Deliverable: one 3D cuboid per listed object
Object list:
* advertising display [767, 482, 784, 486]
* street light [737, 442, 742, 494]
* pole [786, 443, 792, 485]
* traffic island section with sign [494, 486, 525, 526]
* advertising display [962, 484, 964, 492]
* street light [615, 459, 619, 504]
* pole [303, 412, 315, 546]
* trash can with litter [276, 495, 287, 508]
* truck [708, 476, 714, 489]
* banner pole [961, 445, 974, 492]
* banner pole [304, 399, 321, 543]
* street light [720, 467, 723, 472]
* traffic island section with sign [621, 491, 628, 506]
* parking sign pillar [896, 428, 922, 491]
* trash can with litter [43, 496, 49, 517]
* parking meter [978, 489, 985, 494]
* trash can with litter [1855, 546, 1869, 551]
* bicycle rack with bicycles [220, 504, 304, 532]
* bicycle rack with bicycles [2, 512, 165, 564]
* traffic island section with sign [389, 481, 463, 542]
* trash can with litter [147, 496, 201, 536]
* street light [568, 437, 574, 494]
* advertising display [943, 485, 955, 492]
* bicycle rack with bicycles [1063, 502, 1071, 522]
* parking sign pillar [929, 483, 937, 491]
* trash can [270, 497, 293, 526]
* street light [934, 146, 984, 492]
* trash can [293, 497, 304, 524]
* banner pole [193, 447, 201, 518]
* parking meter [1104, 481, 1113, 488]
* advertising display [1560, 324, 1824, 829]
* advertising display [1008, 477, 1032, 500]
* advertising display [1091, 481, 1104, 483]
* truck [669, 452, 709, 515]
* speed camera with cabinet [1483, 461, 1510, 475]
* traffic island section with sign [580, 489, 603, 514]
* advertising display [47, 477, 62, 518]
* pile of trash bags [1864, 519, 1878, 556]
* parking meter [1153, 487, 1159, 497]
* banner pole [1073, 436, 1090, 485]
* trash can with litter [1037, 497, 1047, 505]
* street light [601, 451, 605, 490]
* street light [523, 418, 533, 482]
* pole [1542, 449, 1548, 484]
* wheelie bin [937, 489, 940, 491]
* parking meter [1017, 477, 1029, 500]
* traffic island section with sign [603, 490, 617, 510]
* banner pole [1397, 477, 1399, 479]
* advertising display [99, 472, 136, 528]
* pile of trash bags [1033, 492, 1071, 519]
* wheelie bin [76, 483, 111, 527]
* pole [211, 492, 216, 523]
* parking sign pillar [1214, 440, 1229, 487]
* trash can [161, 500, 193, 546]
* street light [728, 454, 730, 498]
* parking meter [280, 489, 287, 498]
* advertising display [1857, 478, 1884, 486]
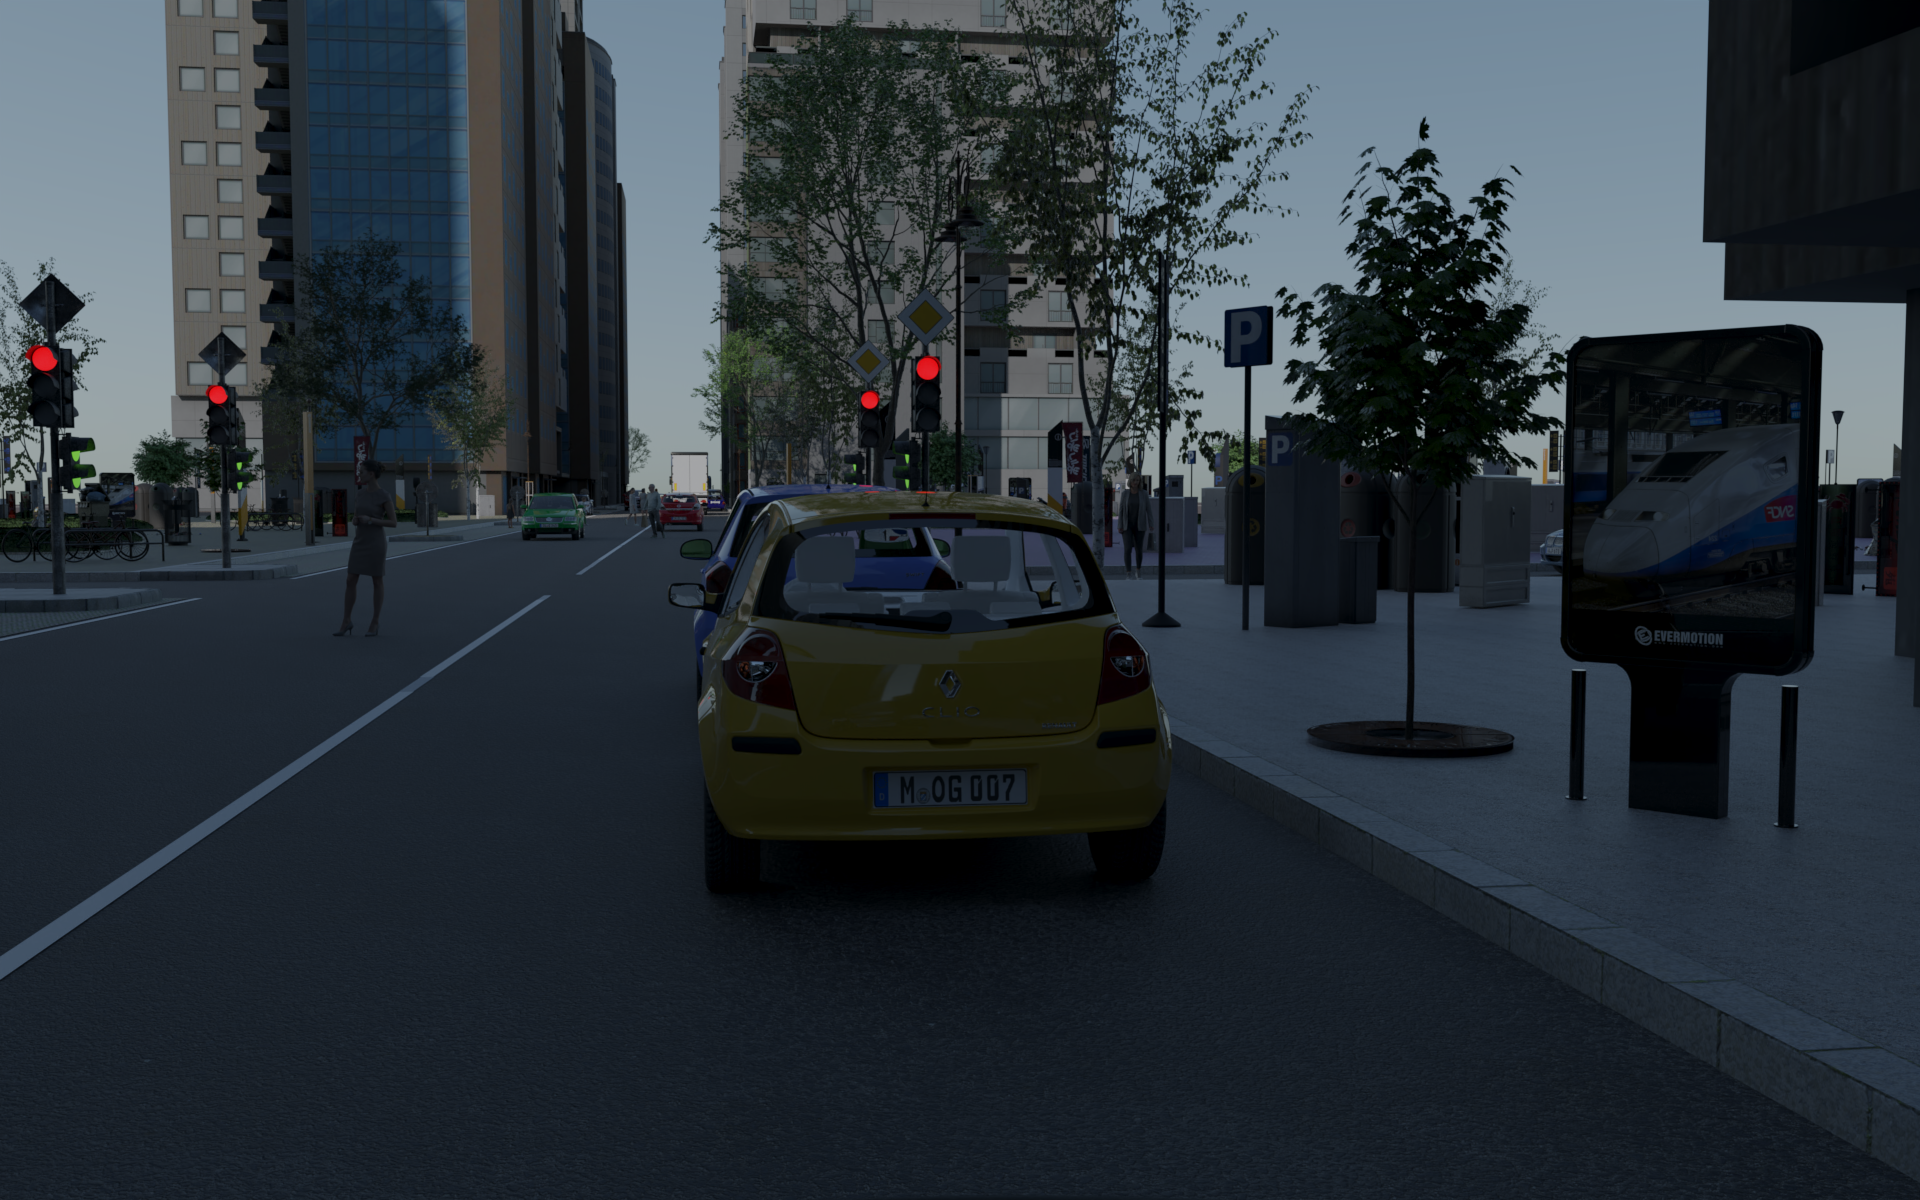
[{"bbox_3d":[-9.932,-5.385,93.263,0.974,1.923,0.123,-2,4,-23],"label":"advertising display"},{"bbox_3d":[-18.829,-10.711,147.910,0.468,5.910,1.993,-1,4,-9],"label":"street light"},{"bbox_3d":[-6.889,-4.646,69.812,0.158,3.312,0.155,0,3,0],"label":"pole"},{"bbox_3d":[-20.256,-4.329,79.408,1.989,1.847,2.006,-1,4,-9],"label":"traffic island section with sign"},{"bbox_3d":[-0.229,-5.542,95.827,0.974,1.923,0.123,-2,4,-27],"label":"advertising display"},{"bbox_3d":[-43.875,-15.199,221.288,0.468,5.910,1.993,-1,4,-9],"label":"street light"},{"bbox_3d":[-16.188,-3.010,43.061,0.158,3.312,0.155,0,3,0],"label":"pole"},{"bbox_3d":[-35.179,-4.884,90.917,2.233,1.210,1.678,-1,4,-22],"label":"trash can with litter"},{"bbox_3d":[-36.881,-15.794,247.997,2.967,4.110,18.799,0,4,-7],"label":"truck"},{"bbox_3d":[0.261,-5.403,78.354,0.863,3.779,0.401,-1,4,-11],"label":"banner pole"},{"bbox_3d":[-17.148,-3.406,45.700,0.401,3.779,0.863,-2,4,-25],"label":"banner pole"},{"bbox_3d":[-31.335,-15.739,230.112,0.468,5.910,1.993,-1,4,-9],"label":"street light"},{"bbox_3d":[-40.039,-12.302,209.766,1.989,1.847,2.006,-1,4,-9],"label":"traffic island section with sign"},{"bbox_3d":[-2.645,-5.017,70.495,1.447,3.967,1.447,3,5,41],"label":"parking sign pillar"},{"bbox_3d":[-44.090,-4.438,83.611,1.678,1.210,2.233,-1,4,-15],"label":"trash can with litter"},{"bbox_3d":[0.946,-4.373,79.904,0.372,1.533,0.369,0,3,0],"label":"parking meter"},{"bbox_3d":[20.703,-1.796,40.418,1.678,1.210,2.233,3,4,37],"label":"trash can with litter"},{"bbox_3d":[-24.257,-2.878,60.442,2.925,0.926,2.852,-2,4,-29],"label":"bicycle rack with bicycles"},{"bbox_3d":[-16.661,-1.203,33.053,2.925,0.926,2.852,-3,5,-43],"label":"bicycle rack with bicycles"},{"bbox_3d":[-16.211,-2.695,52.695,1.989,1.847,2.006,-1,4,-9],"label":"traffic island section with sign"},{"bbox_3d":[-24.658,-2.637,54.164,1.678,1.210,2.233,-1,4,-17],"label":"trash can with litter"},{"bbox_3d":[-31.470,-10.230,140.052,0.468,5.910,1.993,-1,4,-9],"label":"street light"},{"bbox_3d":[-0.554,-5.459,94.464,0.123,1.923,0.974,-3,5,-41],"label":"advertising display"},{"bbox_3d":[4.788,-3.934,77.704,2.925,0.926,2.852,0,4,-7],"label":"bicycle rack with bicycles"},{"bbox_3d":[-1.846,-6.016,86.827,1.447,3.967,1.447,1,4,13],"label":"parking sign pillar"},{"bbox_3d":[-27.070,-3.503,68.923,0.748,1.137,0.748,0,3,0],"label":"trash can"},{"bbox_3d":[-0.022,-3.100,23.475,0.468,5.910,1.993,-1,4,-9],"label":"street light"},{"bbox_3d":[-28.316,-3.841,74.448,0.748,1.137,0.748,0,3,0],"label":"trash can"},{"bbox_3d":[-40.901,-6.293,92.914,0.401,3.779,0.863,0,4,-1],"label":"banner pole"},{"bbox_3d":[6.654,-4.421,77.999,0.399,1.863,0.255,3,5,43],"label":"parking meter"},{"bbox_3d":[2.893,-0.105,6.925,0.123,1.923,0.974,-3,5,-44],"label":"advertising display"},{"bbox_3d":[2.326,-3.785,67.106,0.974,1.923,0.123,-2,4,-27],"label":"advertising display"},{"bbox_3d":[6.517,-4.629,80.895,0.974,1.923,0.123,3,5,41],"label":"advertising display"},{"bbox_3d":[-18.819,-8.046,120.464,2.839,4.237,11.283,-1,4,-9],"label":"truck"},{"bbox_3d":[13.930,-3.122,45.377,0.660,3.252,2.038,2,4,28],"label":"speed camera with cabinet"},{"bbox_3d":[-27.525,-7.256,127.260,1.989,1.847,2.006,-1,4,-9],"label":"traffic island section with sign"},{"bbox_3d":[-34.427,-3.713,65.914,0.123,1.923,0.974,0,4,-4],"label":"advertising display"},{"bbox_3d":[19.674,-1.589,35.739,1.912,1.369,3.447,3,5,39],"label":"pile of trash bags"},{"bbox_3d":[6.221,-2.802,54.221,0.372,1.533,0.369,0,3,0],"label":"parking meter"},{"bbox_3d":[4.511,-4.592,65.090,0.863,3.779,0.401,-1,4,-13],"label":"banner pole"},{"bbox_3d":[3.469,-3.476,68.228,1.055,1.170,0.624,-1,4,-9],"label":"trash can with litter"},{"bbox_3d":[-38.743,-13.152,187.819,0.468,5.910,1.993,-1,4,-9],"label":"street light"},{"bbox_3d":[-26.434,-8.150,106.045,0.468,5.910,1.993,-1,4,-9],"label":"street light"},{"bbox_3d":[26.197,-5.121,77.579,0.158,3.312,0.155,0,3,0],"label":"pole"},{"bbox_3d":[-1.466,-5.958,105.327,0.980,1.594,0.693,-3,5,-41],"label":"wheelie bin"},{"bbox_3d":[2.153,-3.277,59.293,0.399,1.863,0.255,1,4,22],"label":"parking meter"},{"bbox_3d":[-31.684,-8.936,154.726,1.989,1.847,2.006,-1,4,-9],"label":"traffic island section with sign"},{"bbox_3d":[19.524,-5.271,76.201,0.863,3.779,0.401,-2,4,-33],"label":"banner pole"},{"bbox_3d":[-25.062,-2.833,51.532,0.123,1.923,0.974,3,5,45],"label":"advertising display"},{"bbox_3d":[3.510,-4.532,83.848,3.447,1.369,1.912,0,4,3],"label":"pile of trash bags"},{"bbox_3d":[-24.217,-2.478,48.418,0.980,1.594,0.693,2,4,28],"label":"wheelie bin"},{"bbox_3d":[-32.665,-5.006,75.698,0.158,3.312,0.155,0,3,0],"label":"pole"},{"bbox_3d":[12.279,-5.676,81.279,1.447,3.967,1.447,1,4,21],"label":"parking sign pillar"},{"bbox_3d":[-19.488,-1.925,43.134,0.748,1.137,0.748,0,3,0],"label":"trash can"},{"bbox_3d":[-26.214,-13.691,196.642,0.468,5.910,1.993,-1,4,-9],"label":"street light"},{"bbox_3d":[-37.516,-5.360,96.040,0.372,1.533,0.369,0,3,0],"label":"parking meter"},{"bbox_3d":[36.819,-3.970,70.119,0.974,1.923,0.123,1,4,13],"label":"advertising display"}]
